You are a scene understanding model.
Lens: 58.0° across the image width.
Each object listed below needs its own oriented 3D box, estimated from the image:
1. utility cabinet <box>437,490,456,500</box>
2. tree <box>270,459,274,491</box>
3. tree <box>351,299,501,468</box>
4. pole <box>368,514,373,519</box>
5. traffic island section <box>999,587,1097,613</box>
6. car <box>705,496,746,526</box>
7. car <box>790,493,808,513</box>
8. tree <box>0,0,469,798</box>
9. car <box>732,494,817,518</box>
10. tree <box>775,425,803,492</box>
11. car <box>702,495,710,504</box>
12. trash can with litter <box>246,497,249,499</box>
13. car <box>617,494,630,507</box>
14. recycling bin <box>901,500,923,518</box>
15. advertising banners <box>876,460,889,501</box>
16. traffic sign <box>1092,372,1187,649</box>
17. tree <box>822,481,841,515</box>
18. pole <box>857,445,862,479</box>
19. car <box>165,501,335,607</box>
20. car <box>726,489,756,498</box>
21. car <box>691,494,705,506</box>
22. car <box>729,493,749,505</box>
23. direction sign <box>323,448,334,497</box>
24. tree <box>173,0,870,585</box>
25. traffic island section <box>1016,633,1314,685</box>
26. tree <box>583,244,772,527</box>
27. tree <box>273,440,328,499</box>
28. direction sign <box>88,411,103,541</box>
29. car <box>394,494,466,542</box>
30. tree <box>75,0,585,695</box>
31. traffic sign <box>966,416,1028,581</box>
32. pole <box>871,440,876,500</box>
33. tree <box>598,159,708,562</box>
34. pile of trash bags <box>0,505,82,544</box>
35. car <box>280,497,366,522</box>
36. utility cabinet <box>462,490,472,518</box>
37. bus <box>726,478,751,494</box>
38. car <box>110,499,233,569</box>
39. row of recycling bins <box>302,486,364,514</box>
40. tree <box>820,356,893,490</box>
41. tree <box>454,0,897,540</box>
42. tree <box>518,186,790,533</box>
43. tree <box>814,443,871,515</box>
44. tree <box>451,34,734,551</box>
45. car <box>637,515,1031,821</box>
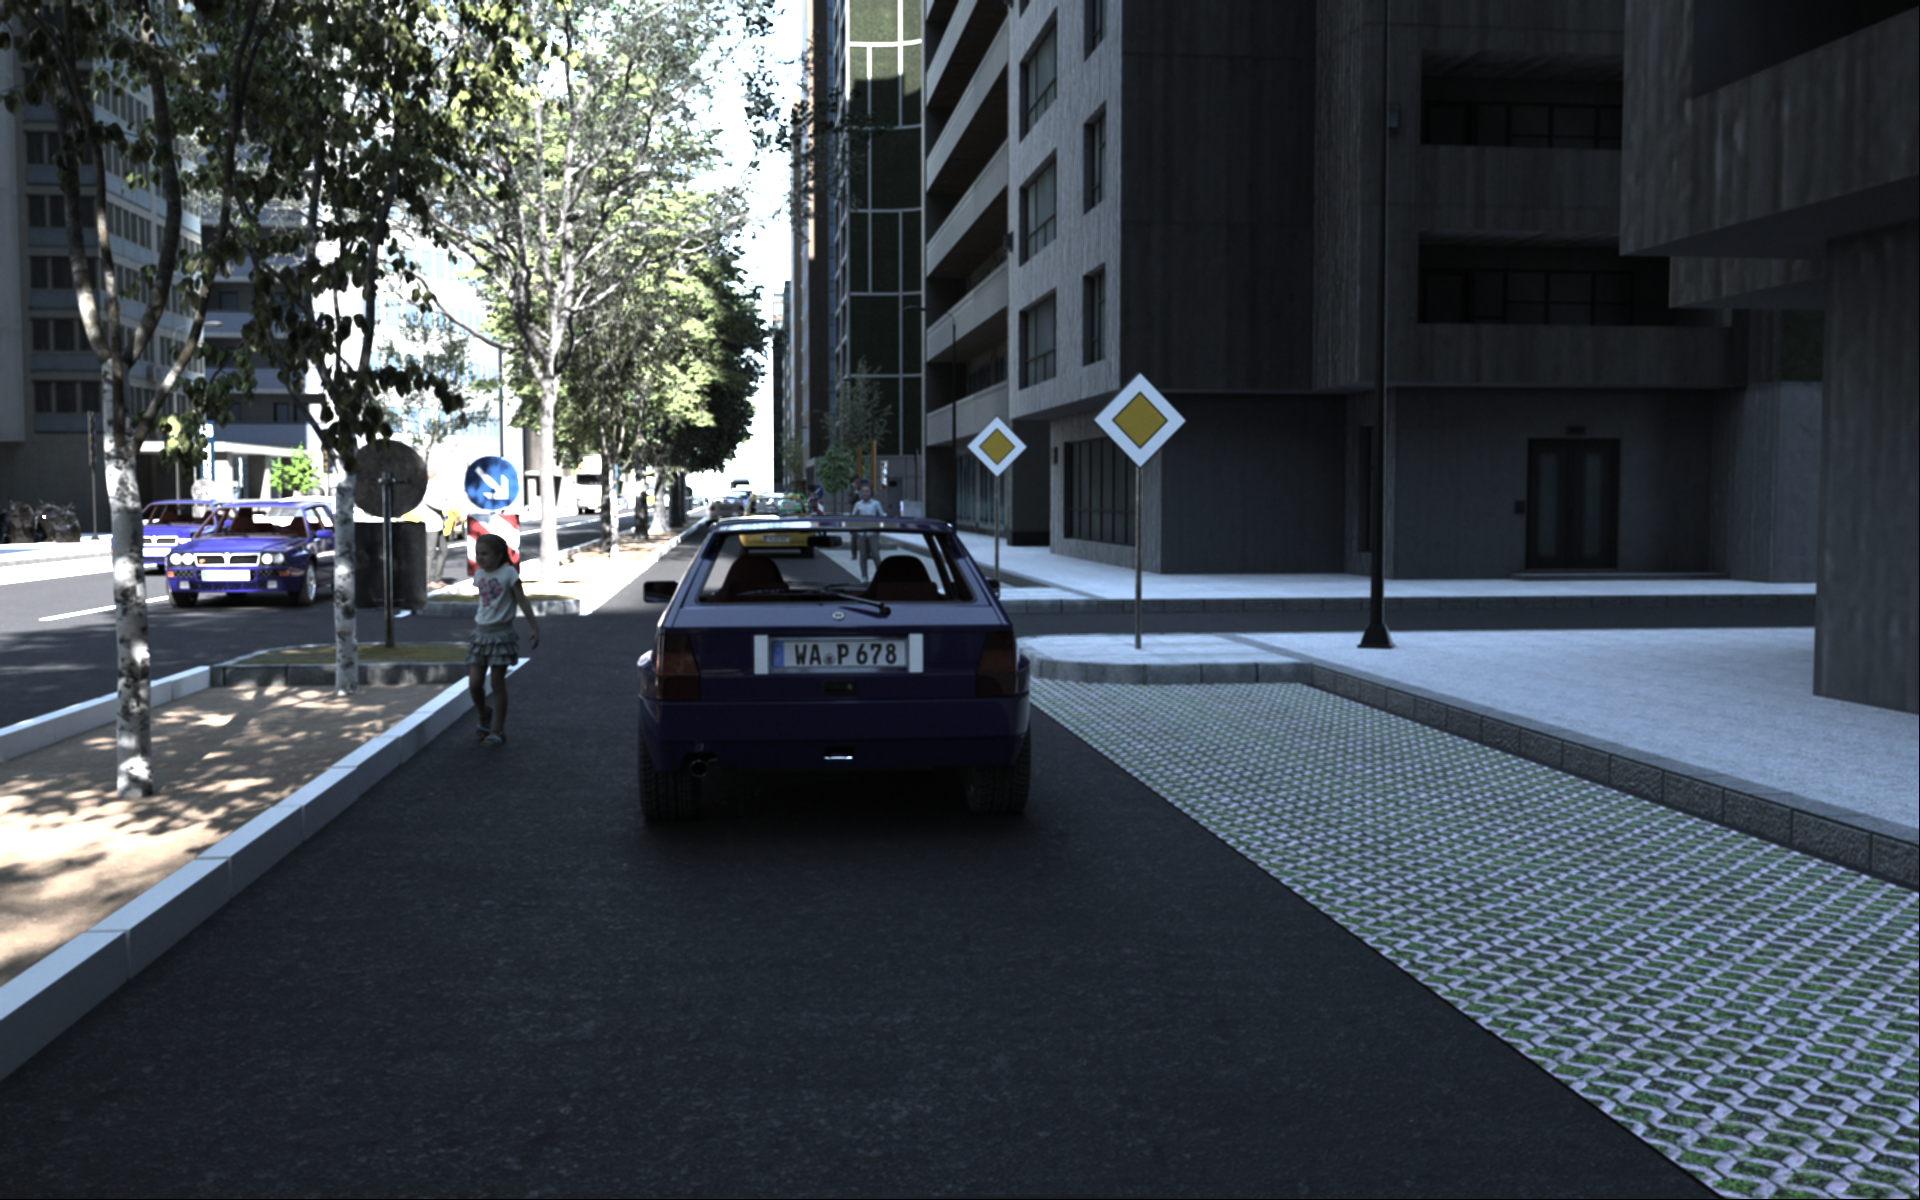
[{"bbox_3d":[-26.925,-5.010,90.594,1.173,1.500,0.318,1,4,15],"label":"utility cabinet"},{"bbox_3d":[-32.165,-5.362,82.263,1.663,3.219,1.824,0,3,0],"label":"tree"},{"bbox_3d":[-26.137,-9.136,83.788,8.767,10.594,7.601,1,4,8],"label":"tree"},{"bbox_3d":[-29.994,-5.762,88.055,0.158,3.312,0.155,0,3,0],"label":"pole"},{"bbox_3d":[0.493,-0.002,22.310,2.009,0.180,2.903,0,4,-7],"label":"traffic island section"},{"bbox_3d":[-10.516,-4.034,78.320,2.083,1.381,4.827,0,4,-7],"label":"car"},{"bbox_3d":[-10.422,-6.069,108.032,1.959,1.807,4.718,-1,4,-9],"label":"car"},{"bbox_3d":[-3.854,-3.357,7.704,4.360,8.622,3.978,0,3,0],"label":"tree"},{"bbox_3d":[-4.315,-1.848,40.431,2.015,1.641,3.980,0,4,-7],"label":"car"},{"bbox_3d":[-17.089,-14.039,179.900,4.737,8.622,4.395,0,3,0],"label":"tree"},{"bbox_3d":[-35.958,-14.071,242.639,1.945,1.354,3.894,-1,4,-9],"label":"car"},{"bbox_3d":[-32.274,-4.164,79.470,1.055,1.170,0.624,-2,4,-31],"label":"trash can with litter"},{"bbox_3d":[-36.761,-10.737,187.544,2.014,1.417,4.499,0,4,-7],"label":"car"},{"bbox_3d":[-1.698,-2.962,60.990,0.722,1.027,0.722,0,4,-8],"label":"recycling bin"},{"bbox_3d":[-4.445,-5.678,89.026,2.074,3.025,0.090,-3,5,-44],"label":"advertising banners"},{"bbox_3d":[1.475,-0.652,14.308,0.795,2.450,0.064,0,4,-7],"label":"traffic sign"},{"bbox_3d":[-8.068,-6.970,108.555,1.663,3.219,1.824,0,3,0],"label":"tree"},{"bbox_3d":[-4.180,-4.794,72.221,0.158,3.312,0.155,0,3,0],"label":"pole"},{"bbox_3d":[-9.328,-0.654,23.270,1.945,1.354,3.894,0,4,-8],"label":"car"},{"bbox_3d":[-15.261,-6.887,121.283,2.281,1.827,5.304,0,4,-7],"label":"car"},{"bbox_3d":[-31.479,-12.047,206.762,2.009,1.686,4.222,0,4,-7],"label":"car"},{"bbox_3d":[-14.452,-6.313,112.802,1.945,1.707,3.694,0,4,-8],"label":"car"},{"bbox_3d":[-24.109,-4.534,66.132,0.379,3.537,0.876,0,4,3],"label":"direction sign"},{"bbox_3d":[-6.620,-7.011,27.453,12.009,13.543,11.850,0,3,0],"label":"tree"},{"bbox_3d":[1.497,0.483,14.388,2.009,0.180,2.903,0,4,-7],"label":"traffic island section"},{"bbox_3d":[-12.239,-10.088,74.050,9.857,13.997,8.962,0,3,0],"label":"tree"},{"bbox_3d":[-23.548,-4.138,62.260,1.663,3.219,1.824,0,3,0],"label":"tree"},{"bbox_3d":[-23.812,-3.401,47.597,0.379,3.537,0.876,-1,4,-17],"label":"direction sign"},{"bbox_3d":[-16.241,-2.621,53.079,2.015,1.641,3.980,-1,4,-9],"label":"car"},{"bbox_3d":[-4.435,-3.638,12.308,4.737,8.622,4.395,0,3,0],"label":"tree"},{"bbox_3d":[0.470,-1.137,22.230,0.795,2.450,0.064,0,4,-7],"label":"traffic sign"},{"bbox_3d":[-3.256,-4.365,65.211,0.158,3.312,0.155,0,3,0],"label":"pole"},{"bbox_3d":[-7.200,-5.079,35.864,4.360,8.622,3.978,0,3,0],"label":"tree"},{"bbox_3d":[-24.596,-2.130,44.572,3.447,1.369,1.912,-3,4,-36],"label":"pile of trash bags"},{"bbox_3d":[-14.912,-1.669,39.656,2.083,1.381,4.827,0,4,-6],"label":"car"},{"bbox_3d":[-26.470,-5.154,92.953,0.318,1.500,1.173,0,4,-7],"label":"utility cabinet"},{"bbox_3d":[-25.611,-12.582,200.572,2.948,3.499,13.247,0,4,-8],"label":"bus"},{"bbox_3d":[-14.261,-1.181,31.884,1.945,1.354,3.894,-1,4,-9],"label":"car"},{"bbox_3d":[-31.957,-4.915,87.479,3.534,1.692,1.069,-1,4,-14],"label":"row of recycling bins"},{"bbox_3d":[-5.697,-8.705,92.687,4.360,8.622,3.978,0,3,0],"label":"tree"},{"bbox_3d":[-8.565,-11.871,52.438,12.611,20.169,13.585,0,3,0],"label":"tree"},{"bbox_3d":[-11.086,-8.819,63.661,9.611,12.733,9.660,0,3,0],"label":"tree"},{"bbox_3d":[-7.025,-7.345,103.811,4.285,4.588,4.351,0,3,0],"label":"tree"},{"bbox_3d":[-8.617,-7.454,42.453,7.486,12.596,7.792,0,3,0],"label":"tree"},{"bbox_3d":[-0.696,0.218,9.012,1.945,1.354,3.894,0,4,-6],"label":"car"}]
